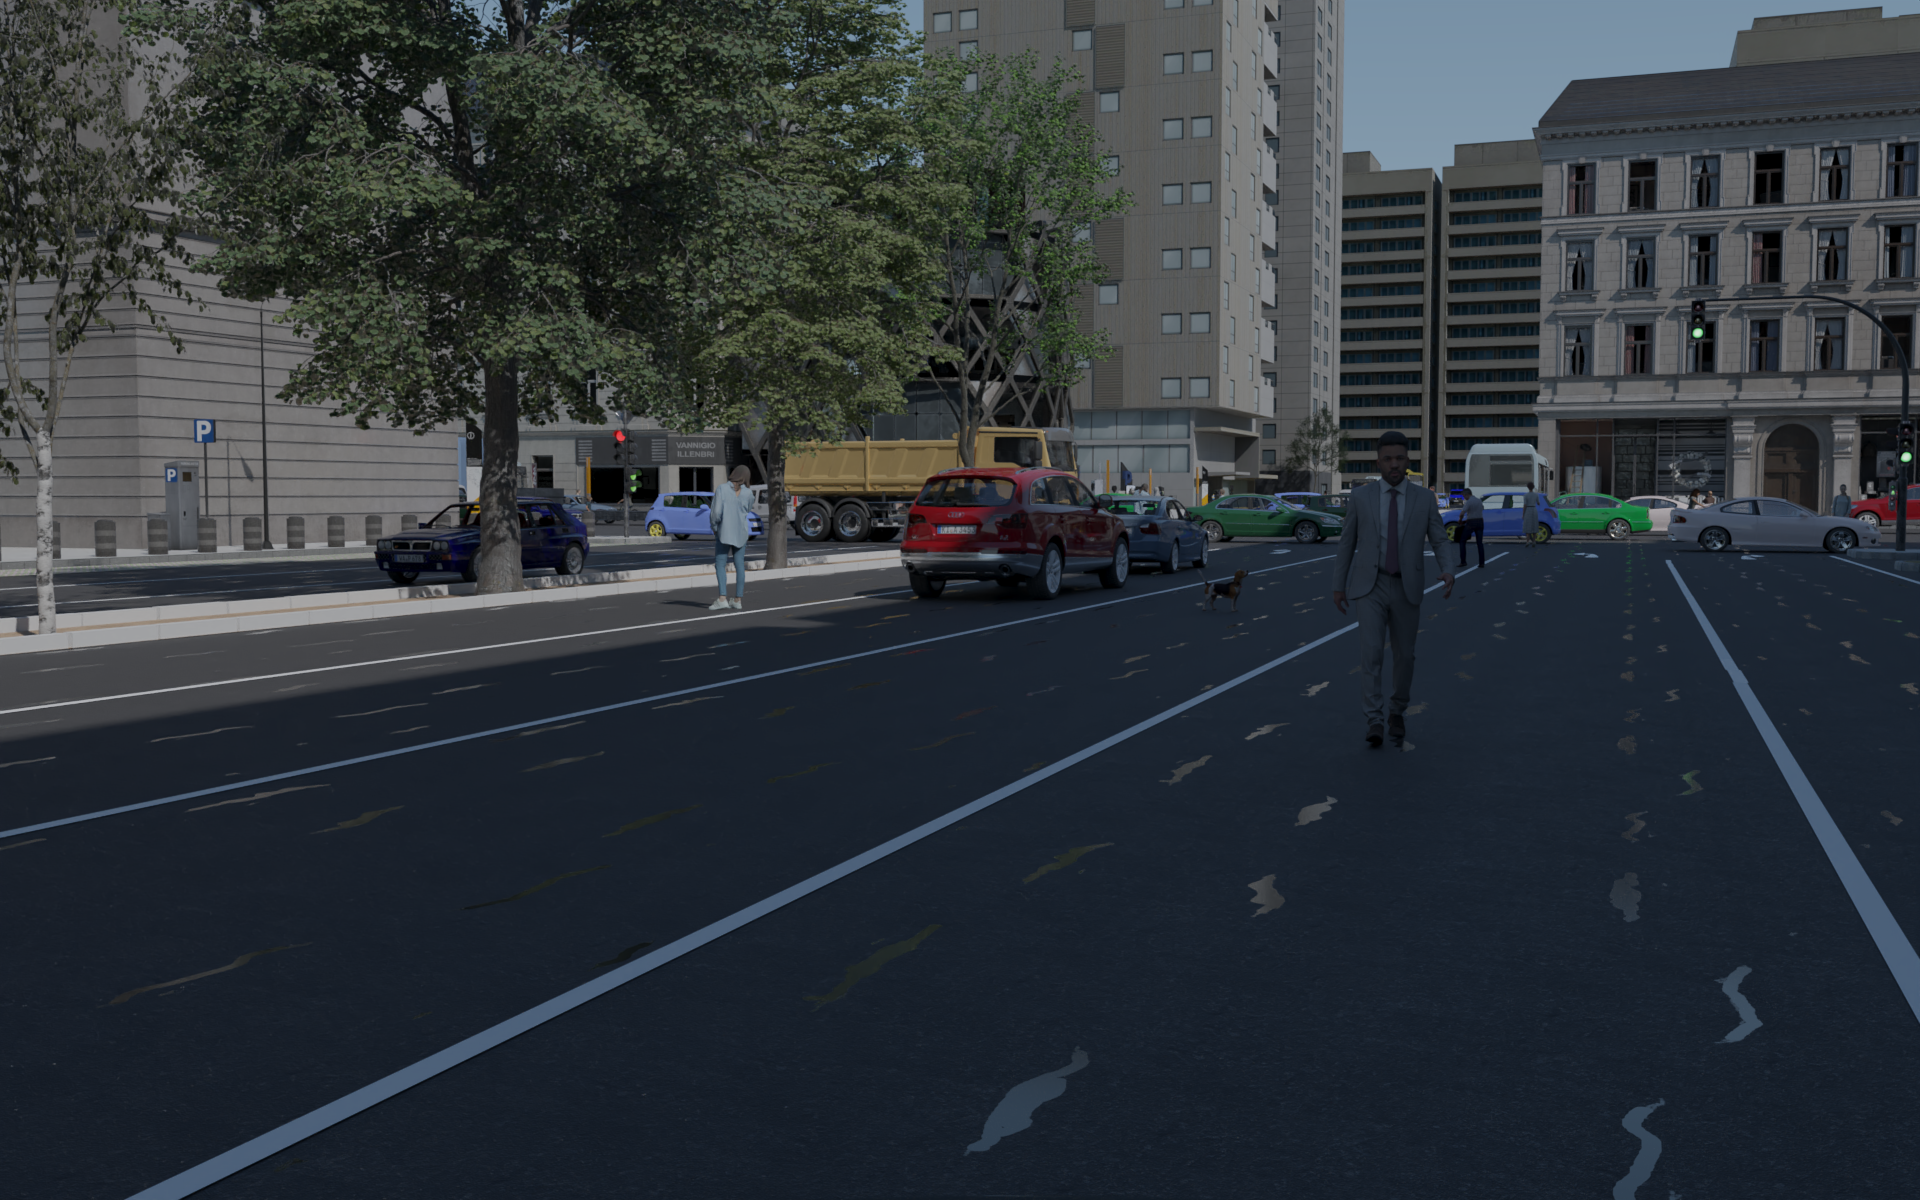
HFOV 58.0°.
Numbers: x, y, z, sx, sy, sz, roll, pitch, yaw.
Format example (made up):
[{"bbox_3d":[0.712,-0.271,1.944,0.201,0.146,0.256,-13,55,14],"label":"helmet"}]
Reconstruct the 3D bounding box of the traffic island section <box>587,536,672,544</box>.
[{"bbox_3d":[-9.836,-1.758,51.028,2.009,0.180,2.903,1,4,21],"label":"traffic island section"}]

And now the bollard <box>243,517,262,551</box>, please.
[{"bbox_3d":[-16.029,-1.500,39.235,0.404,0.777,0.398,0,3,0],"label":"bollard"}]

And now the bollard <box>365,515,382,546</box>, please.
[{"bbox_3d":[-14.564,-1.732,43.028,0.404,0.777,0.398,0,3,0],"label":"bollard"}]

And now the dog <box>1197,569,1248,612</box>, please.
[{"bbox_3d":[3.223,-0.119,21.241,0.540,0.507,0.406,0,4,-7],"label":"dog"}]

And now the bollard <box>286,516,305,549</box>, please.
[{"bbox_3d":[-15.535,-1.577,40.505,0.404,0.777,0.398,0,3,0],"label":"bollard"}]

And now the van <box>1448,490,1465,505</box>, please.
[{"bbox_3d":[65.838,-13.737,228.983,2.240,2.365,5.245,1,4,21],"label":"van"}]

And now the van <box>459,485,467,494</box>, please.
[{"bbox_3d":[-23.029,-4.092,73.922,4.112,2.044,2.013,1,4,19],"label":"van"}]

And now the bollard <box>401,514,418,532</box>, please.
[{"bbox_3d":[-14.079,-1.809,44.287,0.404,0.777,0.398,0,3,0],"label":"bollard"}]

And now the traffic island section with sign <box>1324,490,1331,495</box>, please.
[{"bbox_3d":[35.481,-9.710,167.390,1.989,1.847,2.006,1,4,21],"label":"traffic island section with sign"}]

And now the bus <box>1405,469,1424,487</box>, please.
[{"bbox_3d":[43.653,-10.955,170.667,2.896,3.916,12.252,1,4,22],"label":"bus"}]

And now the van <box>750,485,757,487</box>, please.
[{"bbox_3d":[-8.250,-4.599,82.211,4.112,2.044,2.013,1,4,22],"label":"van"}]

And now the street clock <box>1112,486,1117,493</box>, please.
[{"bbox_3d":[13.106,-8.721,147.160,0.358,2.002,0.471,3,5,44],"label":"street clock"}]

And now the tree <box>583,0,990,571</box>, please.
[{"bbox_3d":[-3.293,-6.791,31.613,7.486,12.596,7.792,0,3,0],"label":"tree"}]

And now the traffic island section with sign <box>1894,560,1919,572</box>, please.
[{"bbox_3d":[18.627,-1.447,32.286,1.989,1.847,2.006,1,4,21],"label":"traffic island section with sign"}]

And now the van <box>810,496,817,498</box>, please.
[{"bbox_3d":[-6.193,-4.277,76.937,4.112,2.044,2.013,1,4,20],"label":"van"}]

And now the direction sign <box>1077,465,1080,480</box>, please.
[{"bbox_3d":[9.291,-8.811,136.058,0.379,3.537,0.876,1,4,17],"label":"direction sign"}]

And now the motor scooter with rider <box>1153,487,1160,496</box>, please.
[{"bbox_3d":[8.098,-3.956,73.651,1.986,1.779,0.876,1,4,20],"label":"motor scooter with rider"}]

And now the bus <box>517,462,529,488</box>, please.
[{"bbox_3d":[-29.153,-6.109,94.744,13.247,3.499,2.948,1,4,20],"label":"bus"}]

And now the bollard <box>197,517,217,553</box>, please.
[{"bbox_3d":[-16.513,-1.423,37.976,0.404,0.777,0.398,0,3,0],"label":"bollard"}]

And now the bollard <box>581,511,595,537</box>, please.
[{"bbox_3d":[-11.139,-2.273,51.878,0.404,0.777,0.398,0,3,0],"label":"bollard"}]

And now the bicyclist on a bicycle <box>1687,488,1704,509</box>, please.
[{"bbox_3d":[23.959,-2.830,56.288,1.625,1.676,1.499,1,4,22],"label":"bicyclist on a bicycle"}]

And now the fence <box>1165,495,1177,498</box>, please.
[{"bbox_3d":[17.018,-7.890,140.196,0.480,1.192,2.264,2,4,35],"label":"fence"}]

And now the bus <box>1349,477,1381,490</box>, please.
[{"bbox_3d":[41.940,-11.131,176.854,2.948,3.499,13.247,1,4,19],"label":"bus"}]

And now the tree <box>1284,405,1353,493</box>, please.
[{"bbox_3d":[36.379,-14.802,176.427,7.601,10.594,8.767,2,4,25],"label":"tree"}]

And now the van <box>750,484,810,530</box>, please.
[{"bbox_3d":[-8.034,-3.824,69.526,4.112,2.044,2.013,1,4,19],"label":"van"}]

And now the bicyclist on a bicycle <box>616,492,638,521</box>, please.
[{"bbox_3d":[-17.630,-4.984,91.513,1.625,1.676,1.499,1,4,20],"label":"bicyclist on a bicycle"}]

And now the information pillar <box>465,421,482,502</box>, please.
[{"bbox_3d":[-14.812,-3.757,52.789,0.504,3.616,0.183,-2,4,-23],"label":"information pillar"}]

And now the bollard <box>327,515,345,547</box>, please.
[{"bbox_3d":[-15.048,-1.655,41.770,0.404,0.777,0.398,0,3,0],"label":"bollard"}]

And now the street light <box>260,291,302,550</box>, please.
[{"bbox_3d":[-15.558,-4.111,39.760,1.470,5.913,1.316,1,4,21],"label":"street light"}]

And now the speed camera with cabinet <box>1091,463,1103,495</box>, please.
[{"bbox_3d":[8.374,-7.040,109.432,0.660,3.252,2.038,-1,4,-18],"label":"speed camera with cabinet"}]

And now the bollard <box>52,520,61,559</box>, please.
[{"bbox_3d":[-17.978,-1.191,34.191,0.404,0.777,0.398,0,3,0],"label":"bollard"}]

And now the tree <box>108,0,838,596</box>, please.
[{"bbox_3d":[-6.252,-6.982,23.266,9.857,13.997,8.962,0,3,0],"label":"tree"}]

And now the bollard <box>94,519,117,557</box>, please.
[{"bbox_3d":[-17.491,-1.268,35.449,0.404,0.777,0.398,0,3,0],"label":"bollard"}]

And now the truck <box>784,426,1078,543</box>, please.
[{"bbox_3d":[-0.585,-3.374,51.090,9.791,3.379,3.469,1,4,22],"label":"truck"}]

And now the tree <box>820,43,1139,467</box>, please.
[{"bbox_3d":[0.220,-6.840,40.039,9.928,11.665,9.643,0,3,0],"label":"tree"}]

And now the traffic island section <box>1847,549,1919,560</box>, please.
[{"bbox_3d":[21.224,-1.027,39.069,2.009,0.180,2.903,1,4,21],"label":"traffic island section"}]

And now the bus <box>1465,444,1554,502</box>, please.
[{"bbox_3d":[22.176,-4.579,69.725,2.948,3.499,13.247,1,4,21],"label":"bus"}]

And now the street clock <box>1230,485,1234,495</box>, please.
[{"bbox_3d":[22.243,-8.394,141.809,0.358,2.002,0.471,0,4,1],"label":"street clock"}]

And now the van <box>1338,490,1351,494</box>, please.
[{"bbox_3d":[35.394,-9.281,158.750,2.013,2.044,4.112,1,4,20],"label":"van"}]

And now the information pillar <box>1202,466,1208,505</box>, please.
[{"bbox_3d":[20.027,-9.199,141.752,0.504,3.616,0.183,0,4,-6],"label":"information pillar"}]

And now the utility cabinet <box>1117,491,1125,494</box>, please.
[{"bbox_3d":[12.055,-7.234,126.962,1.173,1.500,0.318,-2,4,-26],"label":"utility cabinet"}]

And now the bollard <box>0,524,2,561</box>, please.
[{"bbox_3d":[-18.460,-1.114,32.932,0.404,0.777,0.398,0,3,0],"label":"bollard"}]

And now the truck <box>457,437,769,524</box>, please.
[{"bbox_3d":[-17.917,-5.569,80.817,18.799,4.110,2.967,1,4,20],"label":"truck"}]

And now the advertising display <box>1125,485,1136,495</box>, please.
[{"bbox_3d":[12.098,-7.206,123.026,0.974,1.923,0.123,-3,5,-42],"label":"advertising display"}]

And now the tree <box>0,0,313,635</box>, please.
[{"bbox_3d":[-8.728,-3.905,16.671,4.360,8.622,3.978,0,3,0],"label":"tree"}]

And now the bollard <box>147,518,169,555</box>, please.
[{"bbox_3d":[-17.005,-1.345,36.707,0.404,0.777,0.398,0,3,0],"label":"bollard"}]
